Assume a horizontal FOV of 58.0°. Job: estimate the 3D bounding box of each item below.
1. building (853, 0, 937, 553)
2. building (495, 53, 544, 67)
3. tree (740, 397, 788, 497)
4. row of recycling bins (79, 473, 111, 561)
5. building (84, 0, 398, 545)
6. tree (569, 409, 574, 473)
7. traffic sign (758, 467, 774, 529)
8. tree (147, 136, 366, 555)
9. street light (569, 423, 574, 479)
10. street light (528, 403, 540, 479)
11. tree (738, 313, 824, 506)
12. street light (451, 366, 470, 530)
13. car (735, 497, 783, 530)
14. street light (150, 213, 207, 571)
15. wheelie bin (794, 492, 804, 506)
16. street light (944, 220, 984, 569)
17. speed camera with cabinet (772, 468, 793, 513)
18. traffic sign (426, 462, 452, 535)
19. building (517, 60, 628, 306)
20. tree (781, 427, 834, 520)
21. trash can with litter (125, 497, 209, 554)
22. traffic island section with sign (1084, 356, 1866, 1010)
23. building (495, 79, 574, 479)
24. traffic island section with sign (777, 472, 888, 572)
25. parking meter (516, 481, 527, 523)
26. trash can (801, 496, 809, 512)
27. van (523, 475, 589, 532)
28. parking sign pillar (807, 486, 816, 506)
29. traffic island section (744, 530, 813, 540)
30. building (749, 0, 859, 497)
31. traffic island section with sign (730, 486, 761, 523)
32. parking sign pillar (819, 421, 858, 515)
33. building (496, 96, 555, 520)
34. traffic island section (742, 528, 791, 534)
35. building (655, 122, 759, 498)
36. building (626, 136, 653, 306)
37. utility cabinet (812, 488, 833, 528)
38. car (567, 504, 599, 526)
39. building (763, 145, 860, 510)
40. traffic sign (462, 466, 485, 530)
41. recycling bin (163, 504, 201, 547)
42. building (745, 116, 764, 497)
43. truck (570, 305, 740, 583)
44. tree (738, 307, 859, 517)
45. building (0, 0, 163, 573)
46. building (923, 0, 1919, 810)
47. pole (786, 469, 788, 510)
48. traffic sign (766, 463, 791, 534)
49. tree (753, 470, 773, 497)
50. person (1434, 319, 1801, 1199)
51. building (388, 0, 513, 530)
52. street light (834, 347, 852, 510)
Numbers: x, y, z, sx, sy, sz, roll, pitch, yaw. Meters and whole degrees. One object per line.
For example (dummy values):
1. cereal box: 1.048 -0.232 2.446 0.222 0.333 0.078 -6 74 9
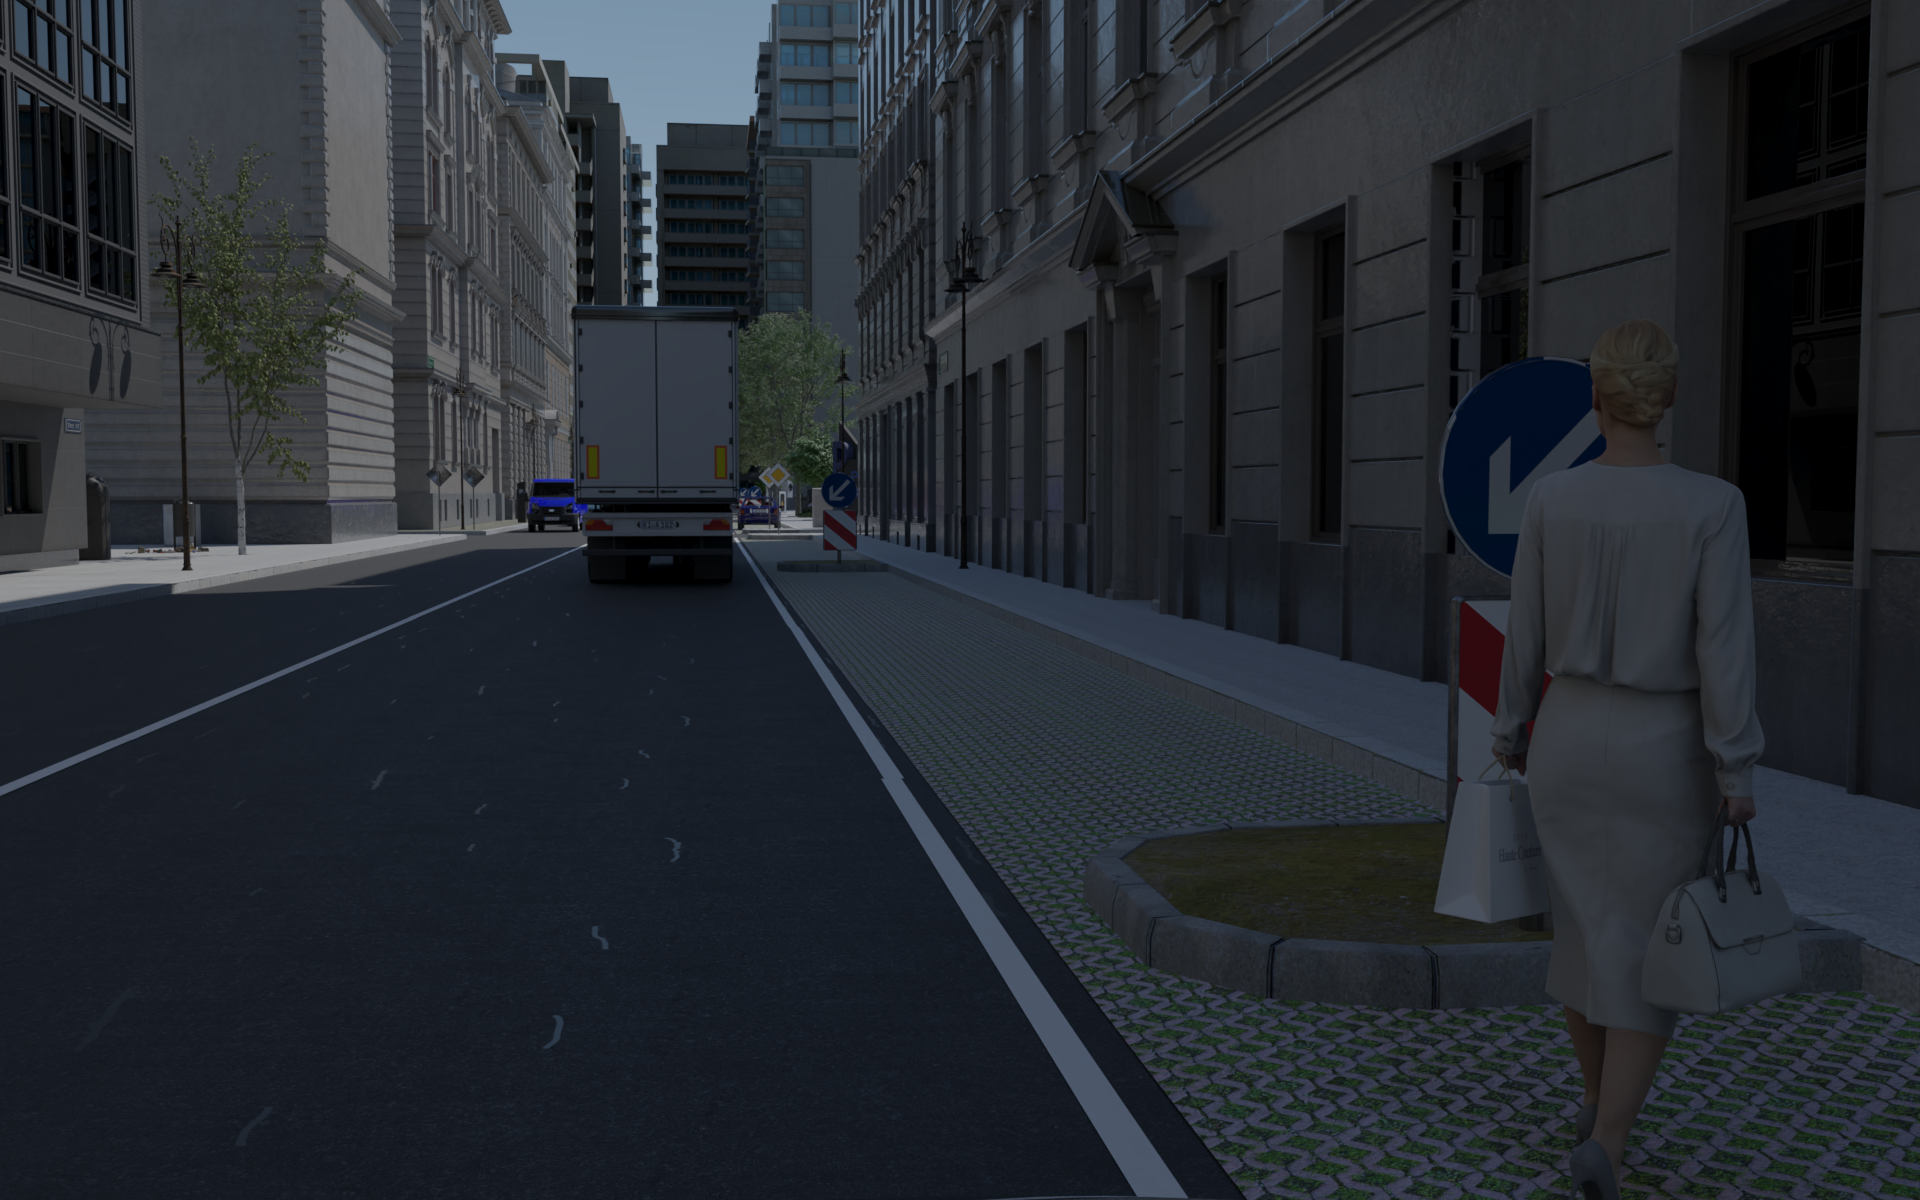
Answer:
1. building: 2.599 -12.092 46.857 9.793 20.994 18.267 -1 4 -8
2. building: -46.777 -27.776 146.014 32.217 40.220 23.993 -1 4 -8
3. tree: -14.140 -10.802 126.982 4.737 8.622 4.395 0 3 0
4. row of recycling bins: -18.284 -1.633 33.811 3.534 1.692 1.069 1 4 9
5. building: -25.945 -13.347 47.101 19.941 23.489 11.050 -1 4 -8
6. tree: -28.944 -11.171 133.009 4.360 8.622 3.978 0 3 0
7. traffic sign: -6.938 -3.631 63.012 0.795 2.450 0.064 -1 4 -8
8. tree: -14.947 -5.255 36.274 4.737 8.622 4.395 0 3 0
9. street light: -25.164 -8.537 112.368 0.468 5.910 1.993 -1 4 -8
10. street light: -21.558 -7.029 87.713 0.468 5.910 1.993 -1 4 -8
11. tree: -11.982 -11.654 108.668 7.486 12.596 7.792 0 3 0
12. street light: -17.949 -5.479 62.361 0.468 5.910 1.993 -1 4 -8
13. car: -8.103 -3.505 69.879 1.945 1.354 3.894 0 4 -7
14. street light: -12.959 -3.430 28.865 0.468 5.910 1.993 -1 4 -8
15. wheelie bin: -11.588 -7.142 124.679 0.693 1.594 0.980 -1 4 -12
16. street light: 0.065 -3.471 29.544 0.468 5.910 1.993 -1 4 -8
17. speed camera with cabinet: -11.912 -7.449 116.134 0.660 3.252 2.038 1 4 20
18. traffic sign: -16.119 -3.057 53.623 0.795 2.450 0.064 -1 4 -8
19. building: -49.111 -35.119 197.901 21.600 48.544 21.300 -1 4 -8
20. tree: -7.040 -6.181 84.769 4.285 4.588 4.351 0 3 0
21. trash can with litter: -17.446 -1.650 38.027 1.678 1.210 2.233 2 4 31
22. traffic island section with sign: 1.481 0.176 5.755 1.989 1.847 2.006 -1 4 -8
23. building: -32.608 -20.006 113.009 13.634 28.700 20.117 -1 4 -8
24. traffic island section with sign: -2.420 -1.456 32.428 1.989 1.847 2.006 -1 4 -8
25. parking meter: -19.569 -4.378 77.285 0.399 1.863 0.255 0 4 -2
26. trash can: -10.042 -6.095 111.299 0.748 1.137 0.748 0 3 0
27. van: -15.499 -3.815 66.752 2.240 2.365 5.245 0 4 -8
28. parking sign pillar: -11.248 -8.963 135.024 1.447 3.967 1.447 1 4 21
29. traffic island section: -5.759 -2.013 55.191 2.009 0.180 2.903 -1 4 -8
30. building: -8.716 -33.693 170.482 23.786 49.044 30.456 -1 4 -8
31. traffic island section with sign: -10.476 -4.820 87.433 1.989 1.847 2.006 -1 4 -8
32. parking sign pillar: -4.174 -4.589 63.508 1.447 3.967 1.447 -2 4 -33
33. building: -28.254 -16.191 93.600 11.050 23.489 19.941 -1 4 -8
34. traffic island section: -6.916 -2.496 63.092 2.009 0.180 2.903 -1 4 -8
35. building: -29.230 -37.101 230.305 21.600 48.544 21.300 -1 4 -8
36. building: -55.743 -37.184 227.558 30.456 49.044 23.786 -1 4 -8
37. utility cabinet: -4.947 -3.452 65.115 1.173 1.500 0.318 -1 4 -15
38. car: -16.770 -4.186 78.224 2.009 1.686 4.222 0 4 -7
39. building: -9.703 -23.003 147.797 14.160 30.474 14.107 -1 4 -8
40. traffic sign: -17.276 -3.540 61.525 0.795 2.450 0.064 -1 4 -8
41. recycling bin: -19.067 -1.829 42.457 0.722 1.027 0.722 -1 4 -13
42. building: -13.389 -33.347 199.851 22.147 44.769 28.867 -1 4 -8
43. truck: -5.380 -2.600 31.417 2.839 4.237 11.283 -1 4 -9
44. tree: -9.255 -10.493 97.313 9.928 11.665 9.643 0 3 0
45. building: -19.559 -13.738 18.130 14.314 27.812 24.014 -1 4 -8
46. building: 10.383 -14.669 16.250 17.030 29.872 44.131 -1 4 -8
47. pole: -13.837 -8.847 138.487 0.158 3.312 0.155 0 3 0
48. traffic sign: -5.781 -3.148 55.111 0.795 2.450 0.064 -1 4 -8
49. tree: -15.825 -8.833 139.027 1.663 3.219 1.824 0 3 0
50. person: 1.293 0.328 3.495 0.624 1.780 0.694 -3 4 -39
51. building: -26.634 -17.365 71.310 14.401 28.519 23.554 -1 4 -8
52. street light: -3.692 -5.003 54.583 0.468 5.910 1.993 -1 4 -8
